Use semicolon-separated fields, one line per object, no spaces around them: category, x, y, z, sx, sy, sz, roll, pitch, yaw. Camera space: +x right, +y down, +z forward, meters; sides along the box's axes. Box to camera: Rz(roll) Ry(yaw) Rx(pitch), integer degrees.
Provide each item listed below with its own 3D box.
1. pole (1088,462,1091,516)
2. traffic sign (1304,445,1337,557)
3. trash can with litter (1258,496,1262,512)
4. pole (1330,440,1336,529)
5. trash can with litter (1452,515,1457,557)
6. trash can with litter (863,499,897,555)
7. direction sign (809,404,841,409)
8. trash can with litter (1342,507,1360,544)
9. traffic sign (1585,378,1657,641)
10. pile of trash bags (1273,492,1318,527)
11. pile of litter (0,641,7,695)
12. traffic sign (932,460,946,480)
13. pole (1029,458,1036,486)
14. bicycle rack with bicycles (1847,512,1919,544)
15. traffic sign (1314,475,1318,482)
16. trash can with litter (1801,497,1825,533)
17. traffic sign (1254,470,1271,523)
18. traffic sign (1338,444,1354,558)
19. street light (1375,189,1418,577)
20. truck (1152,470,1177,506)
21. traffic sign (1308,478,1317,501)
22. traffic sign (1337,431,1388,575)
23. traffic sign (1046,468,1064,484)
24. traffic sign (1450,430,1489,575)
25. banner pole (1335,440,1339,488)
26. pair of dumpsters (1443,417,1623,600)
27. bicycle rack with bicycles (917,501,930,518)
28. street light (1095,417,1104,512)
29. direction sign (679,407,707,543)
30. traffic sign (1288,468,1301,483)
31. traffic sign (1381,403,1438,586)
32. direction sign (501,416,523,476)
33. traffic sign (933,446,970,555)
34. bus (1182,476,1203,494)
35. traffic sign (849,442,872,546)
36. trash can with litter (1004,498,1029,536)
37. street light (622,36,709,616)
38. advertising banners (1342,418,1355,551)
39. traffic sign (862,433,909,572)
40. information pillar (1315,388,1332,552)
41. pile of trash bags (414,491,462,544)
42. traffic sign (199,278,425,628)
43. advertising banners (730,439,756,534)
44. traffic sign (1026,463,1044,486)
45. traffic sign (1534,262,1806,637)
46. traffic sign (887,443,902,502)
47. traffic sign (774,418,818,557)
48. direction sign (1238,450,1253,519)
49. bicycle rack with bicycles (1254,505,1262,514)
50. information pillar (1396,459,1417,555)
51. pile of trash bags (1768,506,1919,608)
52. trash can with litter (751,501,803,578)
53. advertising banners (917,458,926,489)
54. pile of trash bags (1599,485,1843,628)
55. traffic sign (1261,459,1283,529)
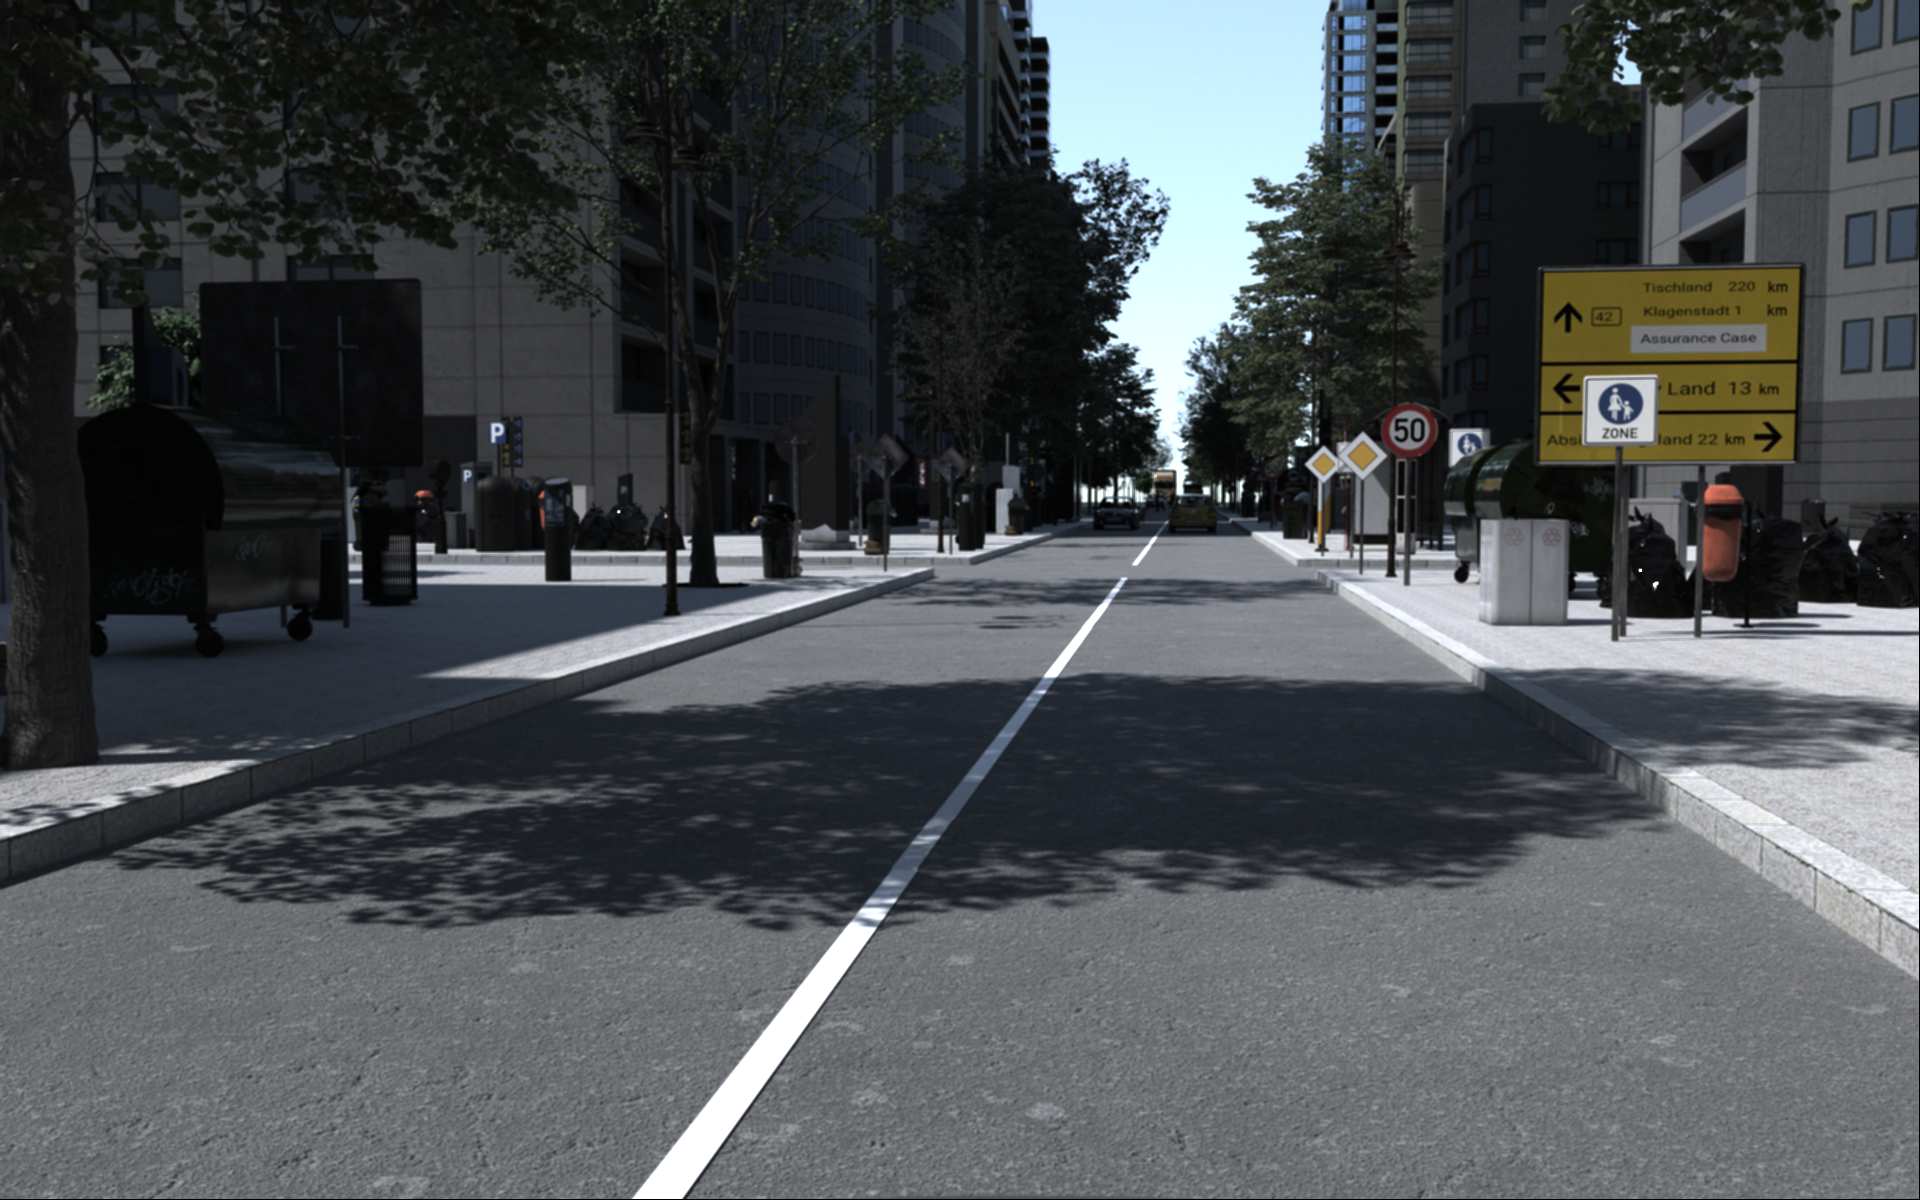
pole;7.604;-6.599;101.732;0.158;3.312;0.155;0;3;0
traffic sign;7.437;-1.947;35.477;0.795;2.450;0.064;0;4;7
trash can with litter;19.445;-6.013;109.699;1.055;1.170;0.624;-1;4;-15
pole;13.673;-4.263;63.547;0.158;3.312;0.155;0;3;0
trash can with litter;10.388;-1.430;34.768;0.624;1.170;1.055;-2;4;-27
trash can with litter;-1.710;-1.549;36.711;0.624;1.170;1.055;0;4;6
direction sign;-3.393;-3.163;43.719;0.876;3.537;0.379;-2;4;-30
trash can with litter;10.432;-2.036;44.681;1.055;1.170;0.624;-1;4;-14
traffic sign;5.710;-0.789;15.032;0.606;2.300;0.079;1;4;17
pile of trash bags;13.732;-3.586;68.375;1.912;1.369;3.447;-3;5;-41
pile of litter;-6.491;0.163;11.306;1.176;0.858;1.719;1;4;8
traffic sign;-0.549;-3.031;51.679;0.606;2.300;0.079;1;4;10
pole;3.575;-5.523;84.150;0.158;3.312;0.155;0;3;0
bicycle rack with bicycles;19.472;-1.348;35.428;2.852;0.926;2.925;1;4;14
traffic sign;15.854;-4.667;76.411;0.768;2.556;0.104;1;4;15
trash can with litter;20.451;-1.919;42.438;2.233;1.210;1.678;1;4;20
traffic sign;13.427;-4.680;76.528;0.884;2.594;0.081;1;4;15
traffic sign;7.806;-1.978;34.462;0.606;2.300;0.079;1;4;11
street light;6.669;-3.292;26.612;0.468;5.910;1.993;0;4;7
truck;23.979;-13.065;202.521;2.839;4.237;11.283;1;4;8
traffic sign;17.221;-5.113;83.605;0.884;2.594;0.081;1;4;12
traffic sign;6.394;-1.463;27.560;0.795;2.450;0.064;0;4;7
traffic sign;4.054;-4.452;73.979;0.795;2.450;0.064;1;4;17
traffic sign;8.009;-1.538;27.273;0.606;2.300;0.079;1;4;17
banner pole;17.129;-5.470;79.455;0.863;3.779;0.401;-2;4;-35
pair of dumpsters;7.511;-1.247;22.881;1.574;2.255;4.437;0;4;7
bicycle rack with bicycles;-1.209;-5.762;107.597;2.925;0.926;2.852;2;4;32
street light;8.075;-7.926;102.378;0.468;5.910;1.993;0;4;7
direction sign;-7.007;-3.278;45.595;0.876;3.537;0.379;-3;5;-43
traffic sign;16.063;-5.108;83.616;0.768;2.556;0.104;1;4;13
traffic sign;6.268;-1.474;24.213;0.768;2.556;0.104;1;4;14
direction sign;-13.117;-3.594;50.763;0.876;3.537;0.379;2;4;34
traffic sign;-0.189;-2.010;36.498;0.795;2.450;0.064;0;4;7
bus;32.104;-15.123;238.802;2.896;3.916;12.252;0;4;7
traffic sign;-2.437;-2.584;42.351;0.768;2.556;0.104;1;4;13
trash can with litter;1.743;-2.592;53.764;0.624;1.170;1.055;1;4;16
street light;-3.046;-2.774;18.139;0.468;5.910;1.993;0;4;7
advertising banners;8.875;-2.654;39.584;0.090;3.025;2.074;0;4;6
traffic sign;-1.232;-1.525;28.581;0.795;2.450;0.064;0;4;7
information pillar;8.135;-2.893;38.655;0.183;3.616;0.504;3;4;37
pile of trash bags;-13.677;-2.220;46.048;1.912;1.369;3.447;-3;5;-41
traffic sign;-6.201;-1.387;16.554;2.265;3.308;0.079;1;4;9
advertising banners;-7.086;-3.687;56.477;0.090;3.025;2.074;1;4;16
traffic sign;3.093;-4.368;71.529;0.768;2.556;0.104;1;4;12
traffic sign;6.288;-1.320;15.448;2.265;3.308;0.079;0;4;8
traffic sign;-1.720;-2.530;41.469;0.768;2.556;0.104;1;4;16
traffic sign;-2.755;-1.773;29.090;0.768;2.556;0.104;1;4;11
direction sign;14.780;-5.979;89.753;0.876;3.537;0.379;-2;4;-26
bicycle rack with bicycles;18.840;-5.580;104.619;2.925;0.926;2.852;2;4;23
information pillar;9.449;-1.968;36.664;0.304;2.012;0.304;-2;4;-27
pile of trash bags;11.743;-0.651;20.395;3.447;1.369;1.912;0;4;-5
trash can with litter;-2.780;-0.930;26.588;0.624;1.170;1.055;1;4;8
advertising banners;-1.178;-5.409;84.631;2.074;3.025;0.090;2;4;24
pile of trash bags;7.757;-0.506;18.026;1.912;1.369;3.447;1;4;17
traffic sign;11.405;-3.867;63.327;0.768;2.556;0.104;1;4;14
